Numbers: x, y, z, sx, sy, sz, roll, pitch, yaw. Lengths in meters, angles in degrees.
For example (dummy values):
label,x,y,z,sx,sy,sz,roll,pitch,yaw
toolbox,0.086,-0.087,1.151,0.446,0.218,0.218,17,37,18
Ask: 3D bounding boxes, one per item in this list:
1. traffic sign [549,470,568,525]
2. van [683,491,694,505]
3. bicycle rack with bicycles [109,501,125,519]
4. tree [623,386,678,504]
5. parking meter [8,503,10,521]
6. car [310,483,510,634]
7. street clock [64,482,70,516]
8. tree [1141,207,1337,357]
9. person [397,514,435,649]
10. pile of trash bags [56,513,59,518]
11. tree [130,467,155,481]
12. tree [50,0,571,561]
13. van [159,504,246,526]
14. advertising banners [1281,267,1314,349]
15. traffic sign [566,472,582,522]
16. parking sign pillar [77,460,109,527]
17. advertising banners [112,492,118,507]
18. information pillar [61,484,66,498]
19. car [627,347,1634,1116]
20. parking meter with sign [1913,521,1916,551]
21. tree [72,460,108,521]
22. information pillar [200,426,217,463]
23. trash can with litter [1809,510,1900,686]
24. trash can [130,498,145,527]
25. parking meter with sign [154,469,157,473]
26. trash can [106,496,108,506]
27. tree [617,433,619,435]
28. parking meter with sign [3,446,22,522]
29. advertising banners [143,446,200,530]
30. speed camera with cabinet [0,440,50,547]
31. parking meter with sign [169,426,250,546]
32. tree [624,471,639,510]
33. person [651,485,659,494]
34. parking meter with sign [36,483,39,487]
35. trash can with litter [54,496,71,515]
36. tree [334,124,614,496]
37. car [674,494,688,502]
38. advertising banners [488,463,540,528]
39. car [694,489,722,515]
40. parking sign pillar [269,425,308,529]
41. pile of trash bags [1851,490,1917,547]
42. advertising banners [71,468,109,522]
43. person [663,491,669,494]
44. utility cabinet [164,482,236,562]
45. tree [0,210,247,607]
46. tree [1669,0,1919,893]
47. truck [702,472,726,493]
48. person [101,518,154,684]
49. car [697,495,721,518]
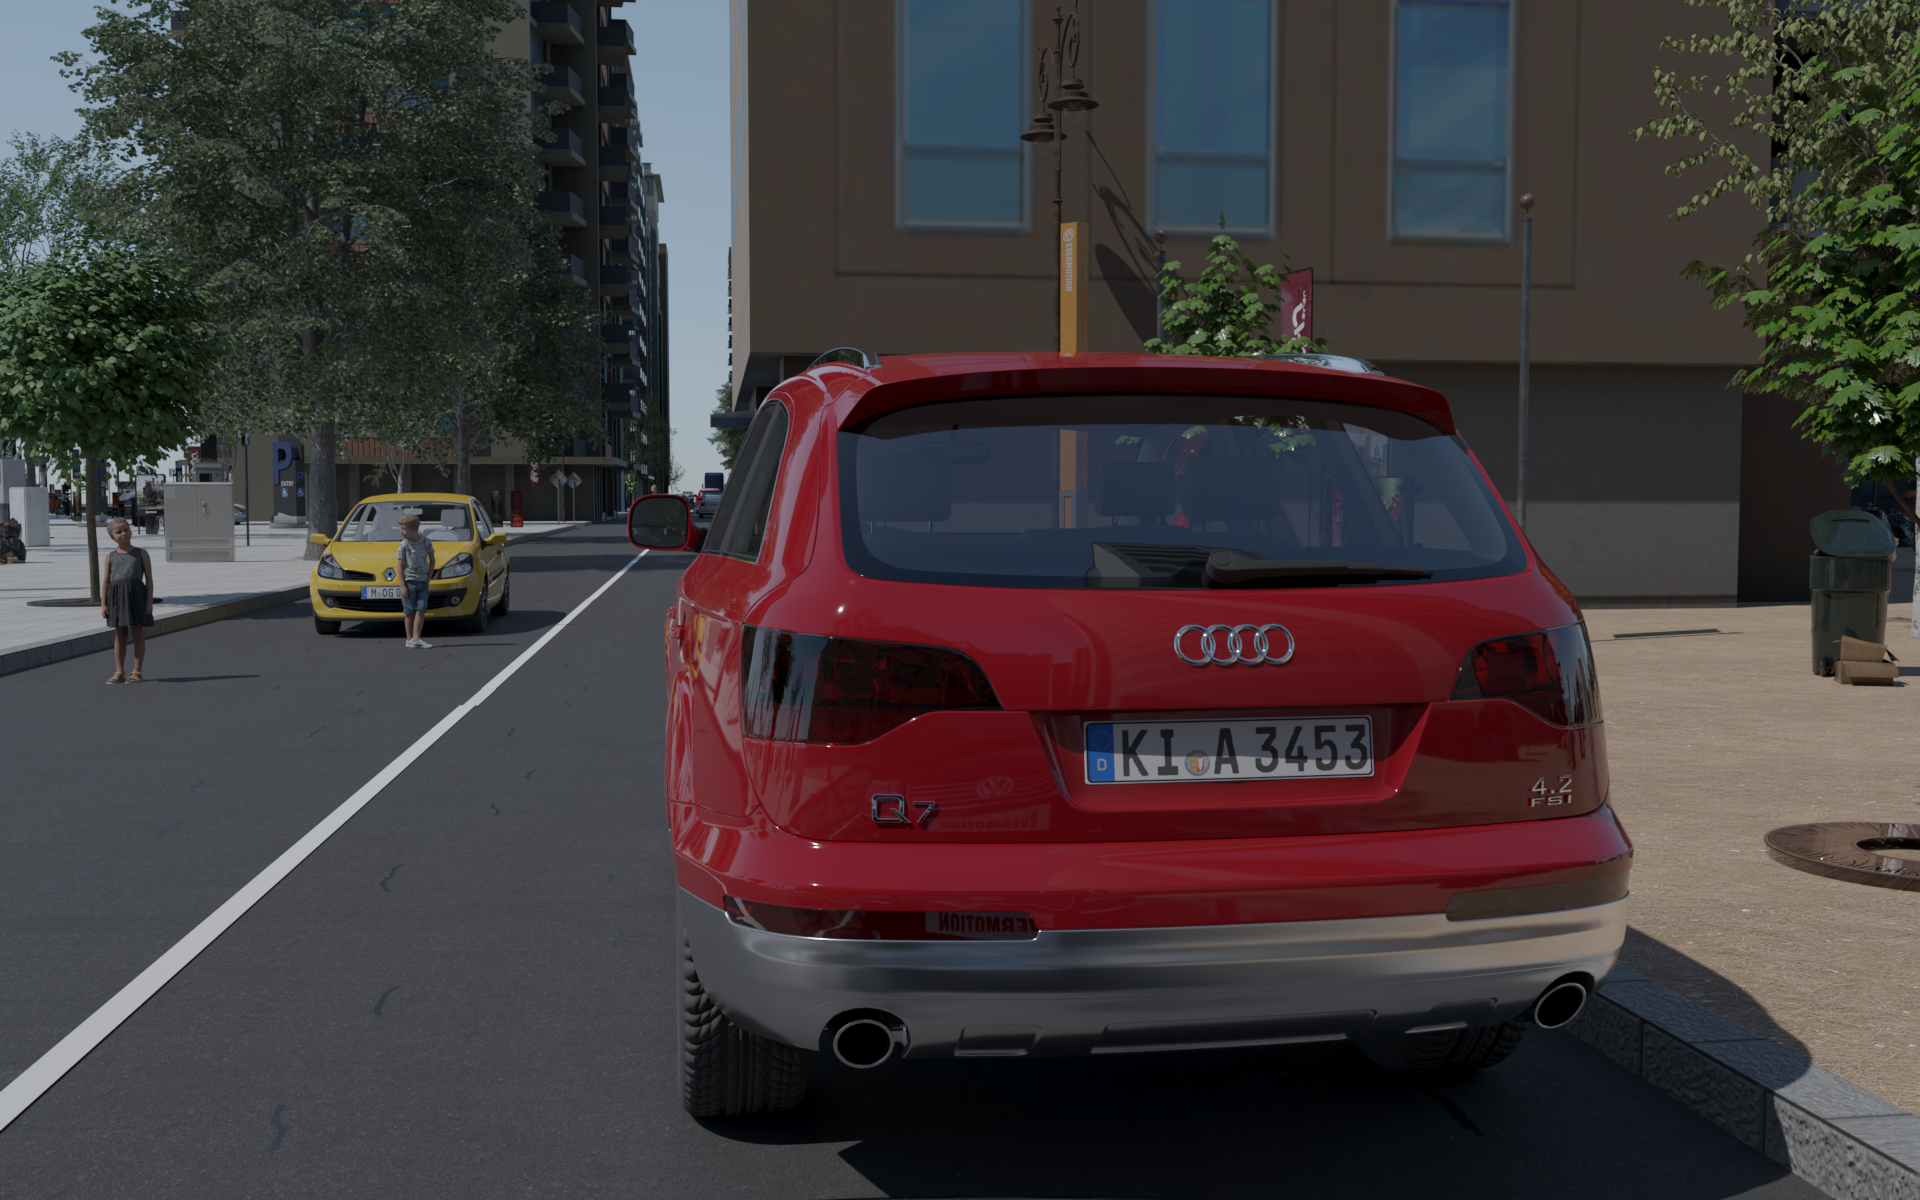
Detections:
label,x,y,z,sx,sy,sz,roll,pitch,yaw
traffic sign,-16.489,-4.129,71.158,0.795,2.450,0.064,-1,4,-8
van,-35.754,-13.488,227.542,2.013,2.044,4.112,-1,4,-8
bicycle rack with bicycles,-43.839,-4.784,91.597,2.852,0.926,2.925,-1,4,-10
tree,-28.408,-13.181,149.917,8.767,10.594,7.601,0,4,-1
parking meter,-43.514,-4.494,79.193,0.399,1.863,0.255,-2,4,-30
car,-5.963,-0.539,19.033,2.015,1.641,3.980,-1,4,-9
street clock,-52.670,-5.971,102.203,0.358,2.002,0.471,0,4,-7
tree,1.672,-1.052,11.807,1.663,3.219,1.824,0,3,0
person,-5.053,-0.179,16.113,0.332,1.250,0.352,0,4,7
pile of trash bags,-50.543,-5.188,94.582,3.447,1.369,1.912,1,4,23
tree,-48.201,-6.614,102.743,1.663,3.219,1.824,0,3,0
tree,-12.433,-7.743,33.247,9.857,13.997,8.962,0,3,0
van,-32.369,-4.062,73.427,4.112,2.044,2.013,-1,4,-9
advertising banners,2.864,-1.023,12.913,0.090,3.025,2.074,-1,4,-17
traffic sign,-17.626,-4.613,79.062,0.795,2.450,0.064,-1,4,-8
parking sign pillar,-33.502,-4.815,67.197,1.447,3.967,1.447,-1,4,-15
advertising banners,-63.782,-8.235,130.836,2.074,3.025,0.090,0,4,-7
information pillar,-67.560,-7.710,130.555,0.304,2.012,0.304,-3,4,-36
car,0.066,0.184,5.664,2.281,1.827,5.304,-1,4,-10
parking meter with sign,22.239,-2.590,38.608,1.738,3.016,0.543,0,4,-2
tree,-41.252,-5.358,82.198,1.663,3.219,1.824,0,3,0
information pillar,-23.045,-3.778,53.130,0.504,3.616,0.183,-3,5,-42
trash can with litter,6.261,-0.035,11.968,0.624,1.170,1.055,1,4,13
trash can,-32.153,-3.440,67.899,0.748,1.137,0.748,0,3,0
parking meter with sign,-55.948,-7.679,121.816,1.738,3.016,0.543,1,4,11
trash can,-62.417,-7.006,126.205,0.748,1.137,0.748,0,3,0
tree,-23.685,-9.832,111.123,4.737,8.622,4.395,0,3,0
parking meter with sign,-35.056,-4.075,62.895,0.543,3.016,1.738,3,5,39
advertising banners,-28.483,-4.068,62.697,2.074,3.025,0.090,-1,4,-15
speed camera with cabinet,-23.115,-2.952,42.601,2.038,3.252,0.660,3,5,41
parking meter with sign,-18.297,-2.816,42.304,1.738,3.016,0.543,-1,4,-10
tree,-27.276,-9.079,143.048,1.663,3.219,1.824,0,3,0
person,-11.868,-3.705,69.298,1.509,1.804,0.699,-3,5,-43
parking meter with sign,-62.440,-7.386,117.025,0.543,3.016,1.738,1,4,15
trash can with litter,-55.056,-5.800,106.216,1.055,1.170,0.624,0,4,5
tree,-15.035,-8.289,52.533,9.611,12.733,9.660,0,3,0
car,-29.023,-10.190,178.399,2.131,1.459,4.920,0,4,-7
advertising banners,-17.022,-4.290,66.336,2.074,3.025,0.090,-2,4,-27
car,-17.757,-6.992,122.993,2.281,1.827,5.304,-1,4,-8
parking sign pillar,-25.018,-4.654,64.559,1.447,3.967,1.447,2,4,31
pile of trash bags,22.396,-1.987,42.234,3.447,1.369,1.912,-2,4,-31
advertising banners,-40.279,-5.135,80.145,2.074,3.025,0.090,1,4,16
person,-31.659,-10.830,186.367,0.742,1.727,0.445,-1,4,-9
utility cabinet,-14.267,-1.457,32.509,1.173,1.500,0.318,-1,4,-16
tree,-10.098,-2.236,20.268,4.285,4.588,4.351,0,3,0
tree,3.331,-0.683,5.775,1.663,3.219,1.824,0,3,0
truck,-29.464,-13.386,208.614,2.967,4.110,18.799,-1,4,-9
person,-6.316,0.002,13.145,0.362,1.253,0.373,0,4,-7
car,-14.907,-5.662,104.928,2.083,1.381,4.827,-1,4,-9
